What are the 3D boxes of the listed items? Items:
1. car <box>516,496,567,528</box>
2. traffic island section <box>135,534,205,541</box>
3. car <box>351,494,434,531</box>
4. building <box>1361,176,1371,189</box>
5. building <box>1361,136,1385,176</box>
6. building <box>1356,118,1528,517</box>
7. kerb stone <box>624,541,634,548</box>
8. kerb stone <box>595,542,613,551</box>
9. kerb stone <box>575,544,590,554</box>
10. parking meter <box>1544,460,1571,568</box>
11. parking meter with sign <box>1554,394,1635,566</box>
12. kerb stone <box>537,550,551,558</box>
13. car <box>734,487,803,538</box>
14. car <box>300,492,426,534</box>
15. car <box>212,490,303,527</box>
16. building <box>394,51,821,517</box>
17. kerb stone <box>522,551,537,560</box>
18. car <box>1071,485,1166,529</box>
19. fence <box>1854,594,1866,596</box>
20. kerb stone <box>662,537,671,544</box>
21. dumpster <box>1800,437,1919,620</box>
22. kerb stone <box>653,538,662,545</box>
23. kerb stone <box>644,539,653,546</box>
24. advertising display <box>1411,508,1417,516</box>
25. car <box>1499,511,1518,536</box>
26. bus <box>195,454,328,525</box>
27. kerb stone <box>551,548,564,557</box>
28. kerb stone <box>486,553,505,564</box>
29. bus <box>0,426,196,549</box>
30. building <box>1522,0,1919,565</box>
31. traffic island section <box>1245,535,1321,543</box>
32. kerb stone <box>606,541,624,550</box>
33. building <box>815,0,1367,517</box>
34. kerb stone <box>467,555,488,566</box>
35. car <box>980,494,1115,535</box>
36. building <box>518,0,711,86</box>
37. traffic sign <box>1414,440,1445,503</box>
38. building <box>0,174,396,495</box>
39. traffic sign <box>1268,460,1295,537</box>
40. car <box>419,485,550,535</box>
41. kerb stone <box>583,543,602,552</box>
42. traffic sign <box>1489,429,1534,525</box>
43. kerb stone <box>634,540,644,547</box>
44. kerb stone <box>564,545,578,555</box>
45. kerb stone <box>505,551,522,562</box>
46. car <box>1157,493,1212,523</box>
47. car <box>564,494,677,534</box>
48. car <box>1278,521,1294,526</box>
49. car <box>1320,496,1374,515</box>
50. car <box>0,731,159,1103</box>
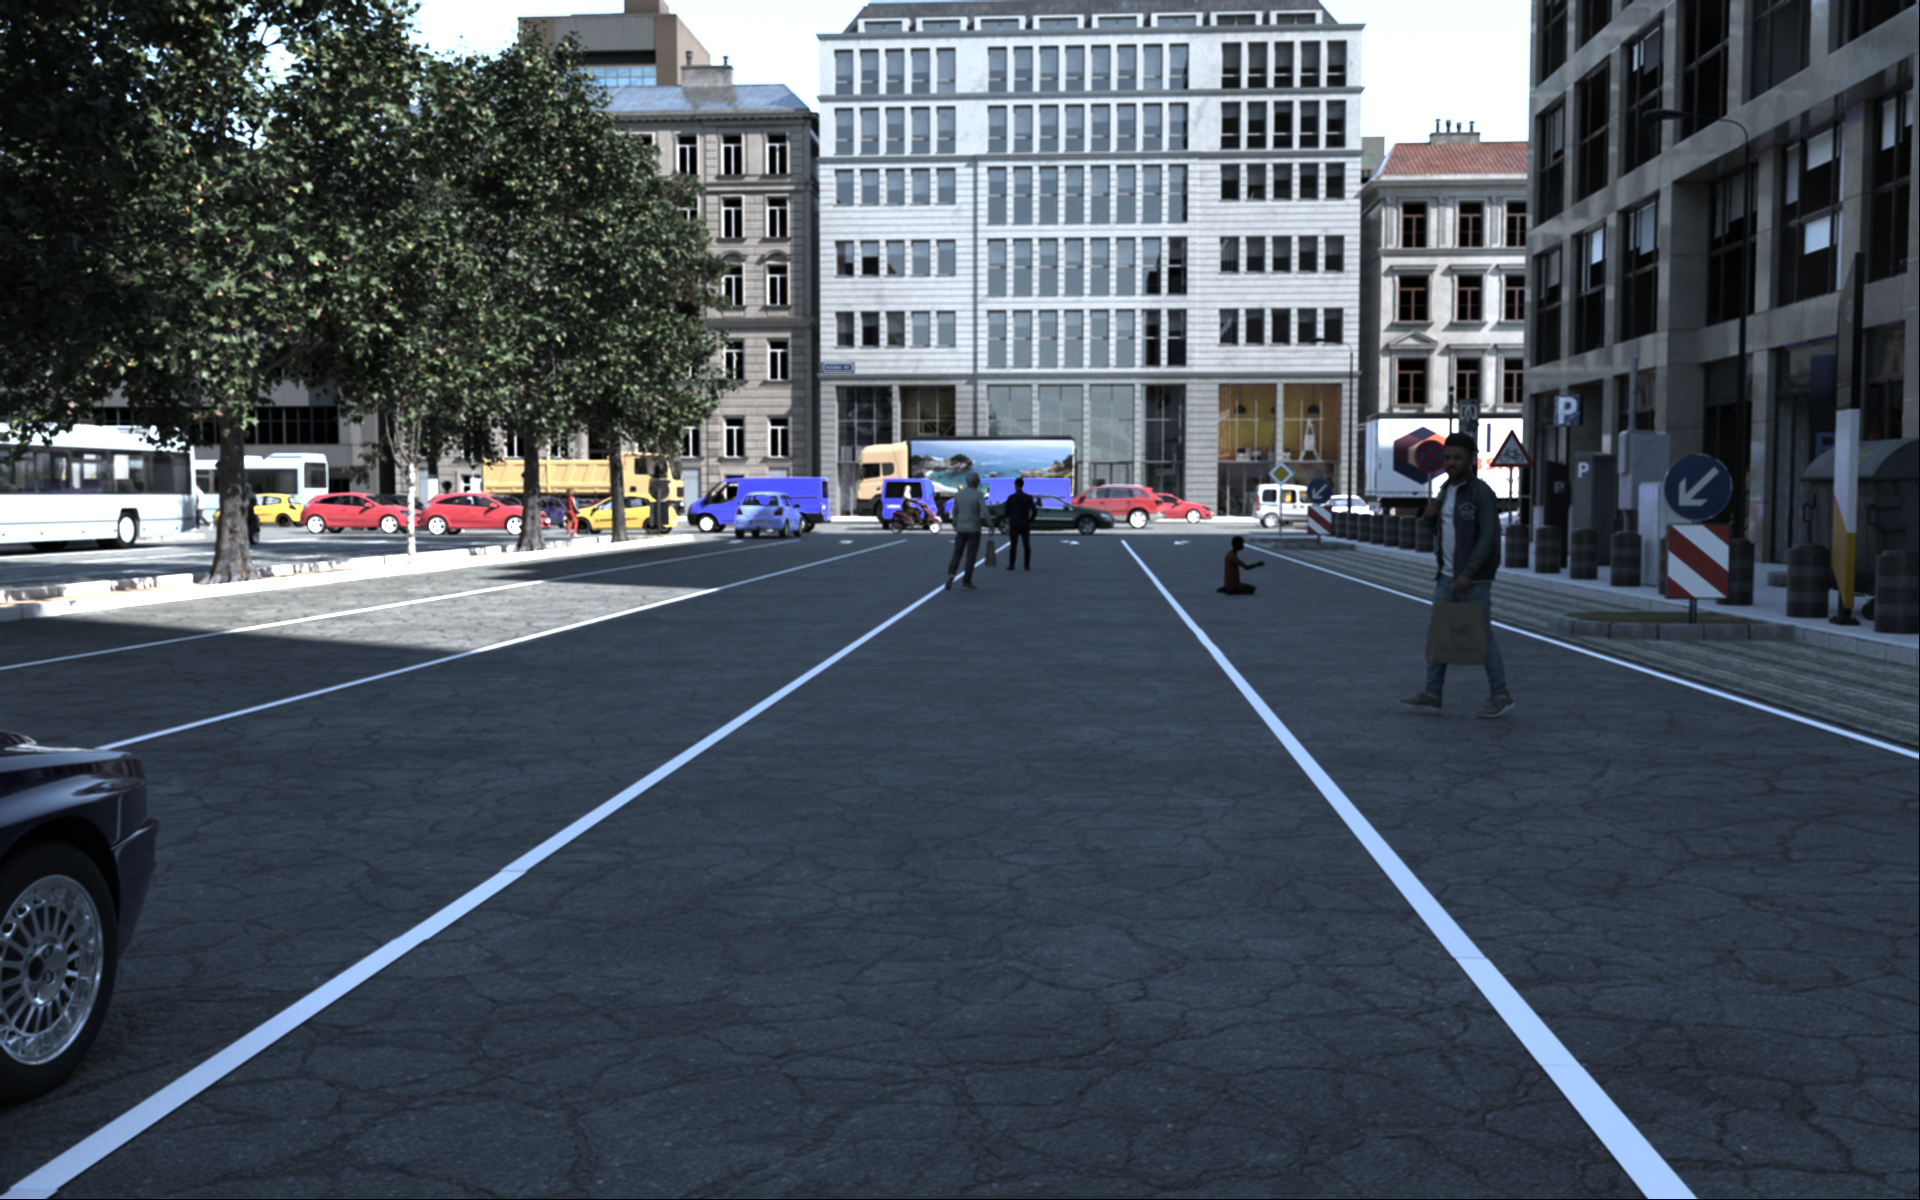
[{"bbox_3d":[-17.532,-3.610,71.608,1.945,1.354,3.894,0,4,4],"label":"car"},{"bbox_3d":[-25.091,-1.960,54.321,2.009,0.180,2.903,0,4,4],"label":"traffic island section"},{"bbox_3d":[-22.092,-3.571,68.174,4.222,1.686,2.009,0,4,3],"label":"car"},{"bbox_3d":[30.563,-23.761,160.188,14.160,30.474,14.107,0,4,4],"label":"building"},{"bbox_3d":[42.200,-30.631,192.704,32.217,40.220,23.993,0,4,4],"label":"building"},{"bbox_3d":[32.943,-16.034,98.310,21.152,22.565,11.583,0,4,4],"label":"building"},{"bbox_3d":[-8.921,-1.457,46.022,0.120,0.150,1.000,0,4,4],"label":"kerb stone"},{"bbox_3d":[-9.072,-1.332,43.971,0.120,0.150,1.000,0,4,4],"label":"kerb stone"},{"bbox_3d":[-9.215,-1.206,41.915,0.120,0.150,1.000,0,4,4],"label":"kerb stone"},{"bbox_3d":[10.382,-1.493,30.123,0.399,1.863,0.255,0,4,1],"label":"parking meter"},{"bbox_3d":[11.386,-2.124,30.988,1.738,3.016,0.543,-2,4,-34],"label":"parking meter with sign"},{"bbox_3d":[-9.437,-1.015,38.831,0.120,0.150,1.000,0,4,4],"label":"kerb stone"},{"bbox_3d":[-6.296,-2.921,57.342,1.945,1.707,3.694,0,4,6],"label":"car"},{"bbox_3d":[-21.845,-3.330,63.493,4.494,1.783,2.155,0,4,4],"label":"car"},{"bbox_3d":[-30.495,-3.994,75.517,3.980,1.641,2.015,0,4,4],"label":"car"},{"bbox_3d":[-19.971,-18.721,103.356,25.104,27.353,12.463,0,4,4],"label":"building"},{"bbox_3d":[-9.511,-0.954,37.797,0.120,0.150,1.000,0,4,4],"label":"kerb stone"},{"bbox_3d":[5.915,-3.891,72.298,5.304,1.827,2.281,0,4,4],"label":"car"},{"bbox_3d":[12.141,-0.423,22.283,2.069,0.683,0.278,-2,4,-28],"label":"fence"},{"bbox_3d":[-8.628,-1.704,50.150,0.120,0.150,1.000,0,4,4],"label":"kerb stone"},{"bbox_3d":[9.814,-0.760,18.185,1.264,1.857,1.865,0,4,4],"label":"dumpster"},{"bbox_3d":[-8.703,-1.645,49.116,0.120,0.150,1.000,0,4,4],"label":"kerb stone"},{"bbox_3d":[-8.780,-1.582,48.091,0.120,0.150,1.000,0,4,4],"label":"kerb stone"},{"bbox_3d":[23.948,-5.215,90.475,0.123,1.923,0.974,-3,5,-41],"label":"advertising display"},{"bbox_3d":[19.324,-2.631,55.378,4.827,1.381,2.083,0,4,4],"label":"car"},{"bbox_3d":[-36.260,-5.233,80.417,13.247,3.499,2.948,0,4,6],"label":"bus"},{"bbox_3d":[-9.371,-1.077,39.857,0.120,0.150,1.000,0,4,4],"label":"kerb stone"},{"bbox_3d":[-9.660,-0.828,35.740,0.120,0.150,1.000,0,4,4],"label":"kerb stone"},{"bbox_3d":[-22.975,-2.864,41.690,2.948,3.499,13.247,0,4,4],"label":"bus"},{"bbox_3d":[23.773,-13.745,29.245,19.350,26.468,34.151,0,4,4],"label":"building"},{"bbox_3d":[9.612,-1.809,51.850,2.009,0.180,2.903,0,4,4],"label":"traffic island section"},{"bbox_3d":[-8.992,-1.395,44.997,0.120,0.150,1.000,0,4,4],"label":"kerb stone"},{"bbox_3d":[7.318,-19.725,99.993,29.804,29.767,11.434,0,4,4],"label":"building"},{"bbox_3d":[-9.736,-0.766,34.714,0.120,0.150,1.000,0,4,4],"label":"kerb stone"},{"bbox_3d":[3.089,-3.065,61.911,4.920,1.459,2.131,0,4,4],"label":"car"},{"bbox_3d":[-31.180,-31.211,160.411,14.600,45.320,14.200,0,4,4],"label":"building"},{"bbox_3d":[11.045,-2.483,40.708,0.768,2.556,0.104,0,4,8],"label":"traffic sign"},{"bbox_3d":[-48.140,-17.535,105.757,30.058,24.678,14.314,0,4,4],"label":"building"},{"bbox_3d":[9.588,-2.944,51.774,0.795,2.450,0.064,0,4,4],"label":"traffic sign"},{"bbox_3d":[-16.668,-3.170,60.876,4.494,1.783,2.155,0,4,2],"label":"car"},{"bbox_3d":[-9.144,-1.269,42.946,0.120,0.150,1.000,0,4,4],"label":"kerb stone"},{"bbox_3d":[10.984,-2.113,34.553,0.884,2.594,0.081,0,4,6],"label":"traffic sign"},{"bbox_3d":[-8.851,-1.521,47.062,0.120,0.150,1.000,0,4,4],"label":"kerb stone"},{"bbox_3d":[-9.291,-1.143,40.889,0.120,0.150,1.000,0,4,4],"label":"kerb stone"},{"bbox_3d":[-9.584,-0.891,36.770,0.120,0.150,1.000,0,4,4],"label":"kerb stone"},{"bbox_3d":[10.294,-4.715,86.136,4.494,1.783,2.155,0,4,6],"label":"car"},{"bbox_3d":[-12.220,-3.188,62.350,3.980,1.641,2.015,0,4,6],"label":"car"},{"bbox_3d":[16.113,-4.159,78.229,3.980,1.641,2.015,0,4,4],"label":"car"},{"bbox_3d":[15.521,-3.523,69.968,2.083,1.381,4.827,0,4,5],"label":"car"},{"bbox_3d":[-3.126,0.585,3.011,1.945,1.354,3.894,0,4,6],"label":"car"}]
